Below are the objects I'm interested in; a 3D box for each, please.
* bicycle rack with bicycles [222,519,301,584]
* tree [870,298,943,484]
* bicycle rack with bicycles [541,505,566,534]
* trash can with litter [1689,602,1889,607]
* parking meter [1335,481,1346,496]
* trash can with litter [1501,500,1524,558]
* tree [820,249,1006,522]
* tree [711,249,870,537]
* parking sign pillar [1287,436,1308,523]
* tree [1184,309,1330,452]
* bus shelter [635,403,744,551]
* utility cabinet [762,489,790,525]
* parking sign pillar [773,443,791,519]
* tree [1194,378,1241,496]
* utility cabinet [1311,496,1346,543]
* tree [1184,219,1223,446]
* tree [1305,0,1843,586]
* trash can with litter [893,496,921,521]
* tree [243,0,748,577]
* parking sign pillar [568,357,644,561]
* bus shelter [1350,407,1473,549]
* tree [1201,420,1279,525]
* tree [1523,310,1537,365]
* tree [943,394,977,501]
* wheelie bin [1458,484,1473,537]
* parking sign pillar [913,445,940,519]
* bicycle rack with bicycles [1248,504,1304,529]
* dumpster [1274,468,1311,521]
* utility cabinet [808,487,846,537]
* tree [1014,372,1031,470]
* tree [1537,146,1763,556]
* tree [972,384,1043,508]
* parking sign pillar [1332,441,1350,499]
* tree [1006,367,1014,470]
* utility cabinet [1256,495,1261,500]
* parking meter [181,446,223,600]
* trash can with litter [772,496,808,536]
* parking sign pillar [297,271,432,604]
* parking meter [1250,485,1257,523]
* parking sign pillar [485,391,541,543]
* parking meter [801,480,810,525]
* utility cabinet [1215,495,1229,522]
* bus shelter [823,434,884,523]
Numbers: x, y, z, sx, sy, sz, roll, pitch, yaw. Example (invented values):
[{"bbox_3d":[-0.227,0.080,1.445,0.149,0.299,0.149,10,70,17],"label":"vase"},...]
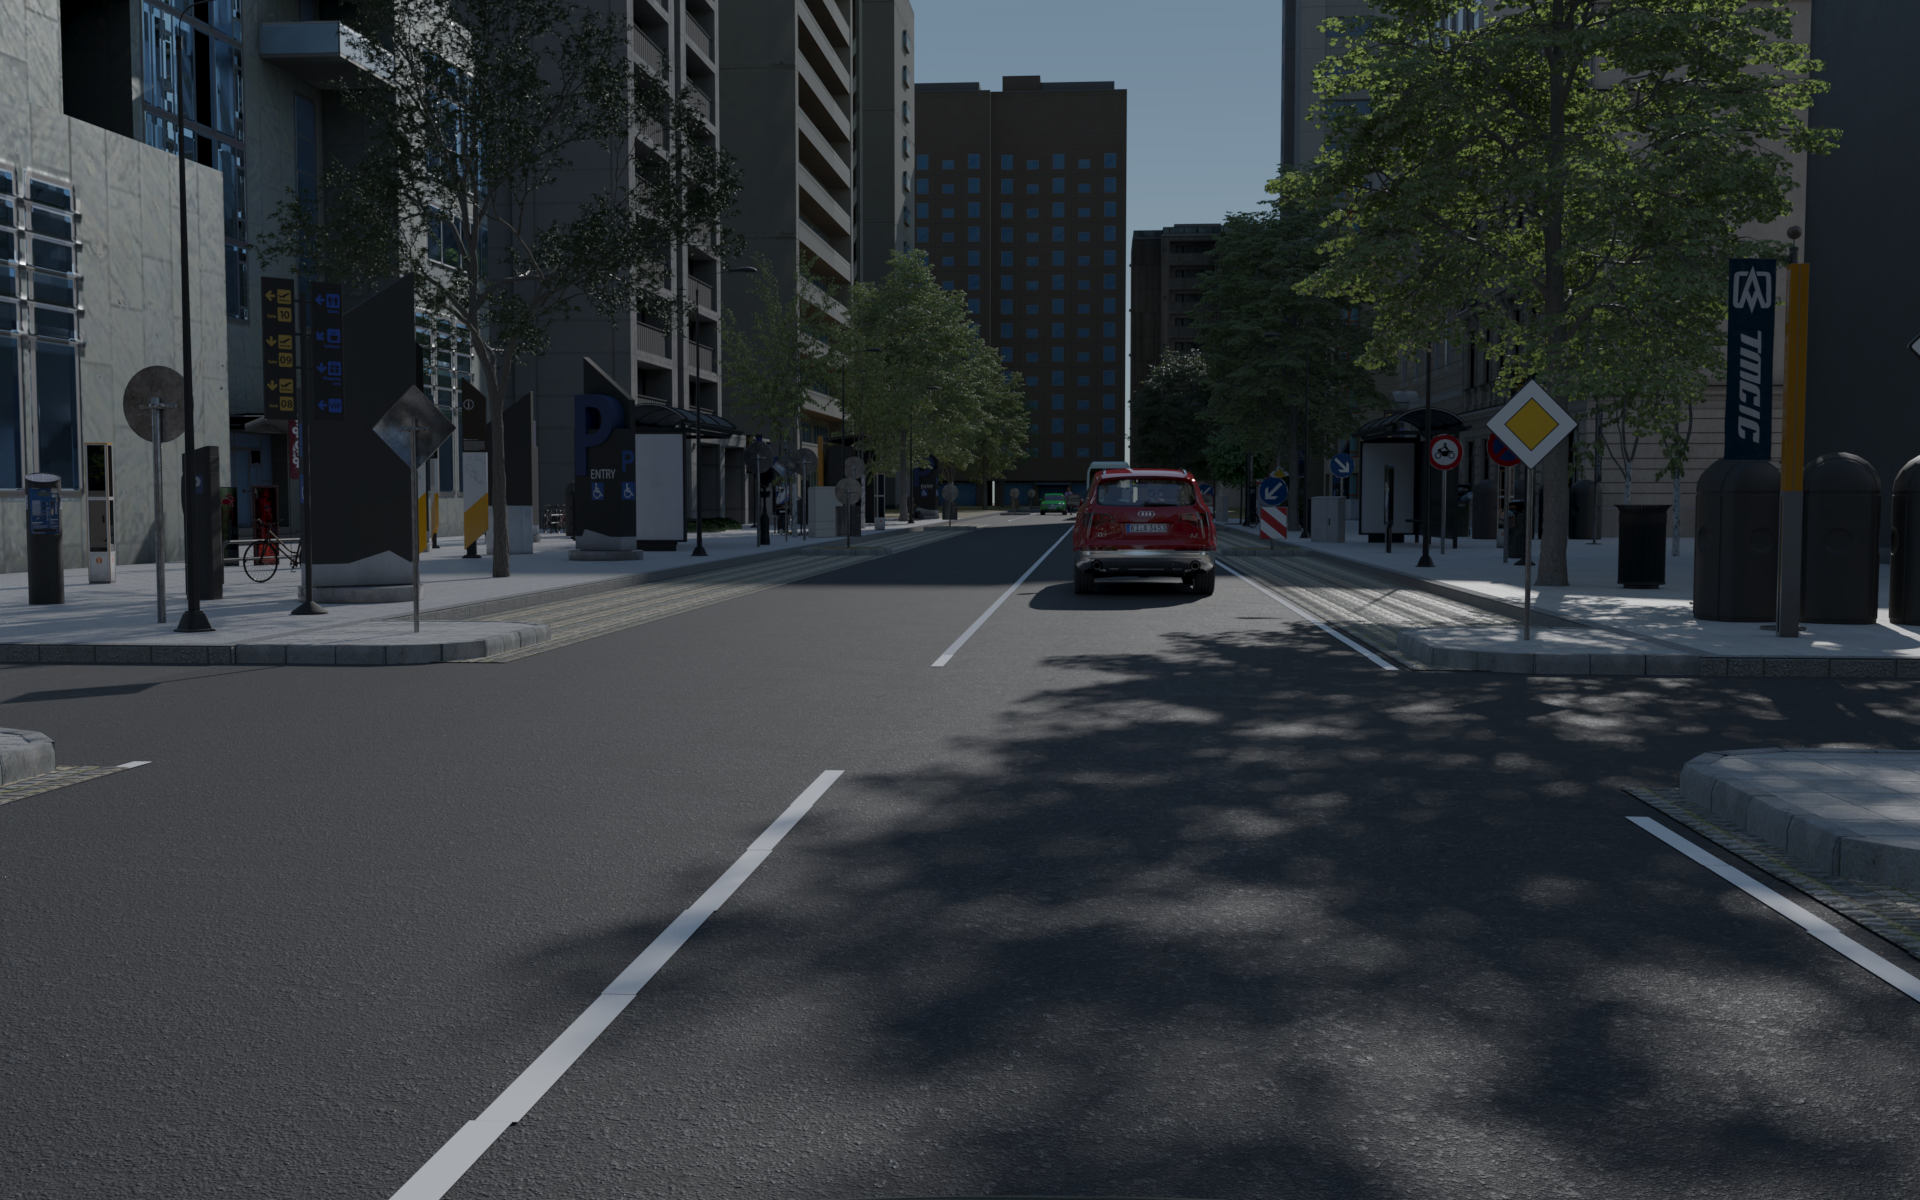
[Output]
[{"bbox_3d":[-9.216,-0.730,25.313,2.852,0.926,2.925,1,4,20],"label":"bicycle rack with bicycles"},{"bbox_3d":[-3.363,-6.963,64.205,4.737,8.622,4.395,0,3,0],"label":"tree"},{"bbox_3d":[-13.871,-2.669,57.024,2.852,0.926,2.925,0,4,6],"label":"bicycle rack with bicycles"},{"bbox_3d":[9.720,-0.556,20.147,2.233,1.210,1.678,2,4,24],"label":"trash can with litter"},{"bbox_3d":[16.701,-4.302,76.053,0.399,1.863,0.255,-2,4,-25],"label":"parking meter"},{"bbox_3d":[11.154,-1.436,34.873,0.624,1.170,1.055,1,4,11],"label":"trash can with litter"},{"bbox_3d":[-2.628,-9.907,80.106,7.486,12.596,7.792,0,3,0],"label":"tree"},{"bbox_3d":[-5.156,-6.174,51.314,4.737,8.622,4.395,0,3,0],"label":"tree"},{"bbox_3d":[14.887,-5.346,75.871,1.447,3.967,1.447,0,4,-3],"label":"parking sign pillar"},{"bbox_3d":[13.955,-8.971,81.094,7.601,10.594,8.767,1,4,13],"label":"tree"},{"bbox_3d":[-6.689,-2.893,41.222,2.014,3.302,5.546,0,4,5],"label":"bus shelter"},{"bbox_3d":[-7.617,-3.855,71.704,1.173,1.500,0.318,1,4,21],"label":"utility cabinet"},{"bbox_3d":[-9.327,-6.131,88.709,1.447,3.967,1.447,0,4,-5],"label":"parking sign pillar"},{"bbox_3d":[15.591,-9.310,102.576,4.360,8.622,3.978,0,3,0],"label":"tree"},{"bbox_3d":[9.776,-2.132,46.017,0.306,1.237,1.020,-2,4,-32],"label":"utility cabinet"},{"bbox_3d":[11.392,-8.630,59.223,7.486,12.596,7.792,0,3,0],"label":"tree"},{"bbox_3d":[8.214,-6.495,24.327,7.486,12.596,7.792,0,3,0],"label":"tree"},{"bbox_3d":[-2.686,-4.445,83.731,1.678,1.210,2.233,2,4,26],"label":"trash can with litter"},{"bbox_3d":[-6.983,-5.649,26.779,8.767,10.594,7.601,1,4,14],"label":"tree"},{"bbox_3d":[-6.916,-2.767,33.719,1.447,3.967,1.447,3,4,36],"label":"parking sign pillar"},{"bbox_3d":[11.099,-3.004,43.035,2.014,3.302,5.546,0,4,5],"label":"bus shelter"},{"bbox_3d":[11.812,-5.473,73.193,4.285,4.588,4.351,0,3,0],"label":"tree"},{"bbox_3d":[15.324,-5.475,39.872,4.737,8.622,4.395,0,3,0],"label":"tree"},{"bbox_3d":[-0.668,-9.512,105.879,4.737,8.622,4.395,0,3,0],"label":"tree"},{"bbox_3d":[14.992,-2.691,51.900,0.980,1.594,0.693,1,4,19],"label":"wheelie bin"},{"bbox_3d":[-1.770,-6.165,89.272,1.447,3.967,1.447,1,4,23],"label":"parking sign pillar"},{"bbox_3d":[12.291,-3.082,63.768,2.852,0.926,2.925,-1,4,-20],"label":"bicycle rack with bicycles"},{"bbox_3d":[12.564,-3.898,66.230,1.502,2.255,1.985,0,4,5],"label":"dumpster"},{"bbox_3d":[-3.969,-2.593,51.078,0.318,1.500,1.173,3,5,40],"label":"utility cabinet"},{"bbox_3d":[1.834,-13.191,133.800,7.486,12.596,7.792,0,3,0],"label":"tree"},{"bbox_3d":[14.530,-5.207,35.499,4.737,8.622,4.395,0,3,0],"label":"tree"},{"bbox_3d":[3.927,-14.485,162.579,9.928,11.665,9.643,0,3,0],"label":"tree"},{"bbox_3d":[19.209,-6.047,87.333,1.447,3.967,1.447,2,4,34],"label":"parking sign pillar"},{"bbox_3d":[-1.288,-10.805,94.796,7.486,12.596,7.792,0,3,0],"label":"tree"},{"bbox_3d":[14.852,-4.478,84.372,1.020,1.237,0.306,1,4,9],"label":"utility cabinet"},{"bbox_3d":[-9.211,-0.938,21.039,0.399,1.863,0.255,1,4,14],"label":"parking meter"},{"bbox_3d":[-4.895,-2.580,53.241,1.678,1.210,2.233,-3,4,-39],"label":"trash can with litter"},{"bbox_3d":[-7.225,-1.977,20.789,1.447,3.967,1.447,-3,5,-39],"label":"parking sign pillar"},{"bbox_3d":[12.878,-4.329,76.487,0.399,1.863,0.255,0,4,1],"label":"parking meter"},{"bbox_3d":[-11.869,-3.511,45.878,1.447,3.967,1.447,1,4,10],"label":"parking sign pillar"},{"bbox_3d":[-6.410,-4.051,71.946,0.255,1.863,0.399,1,4,16],"label":"parking meter"},{"bbox_3d":[12.145,-4.234,80.383,0.306,1.237,1.020,-1,4,-10],"label":"utility cabinet"},{"bbox_3d":[-4.321,-4.837,70.365,1.731,3.624,6.357,0,4,5],"label":"bus shelter"}]
